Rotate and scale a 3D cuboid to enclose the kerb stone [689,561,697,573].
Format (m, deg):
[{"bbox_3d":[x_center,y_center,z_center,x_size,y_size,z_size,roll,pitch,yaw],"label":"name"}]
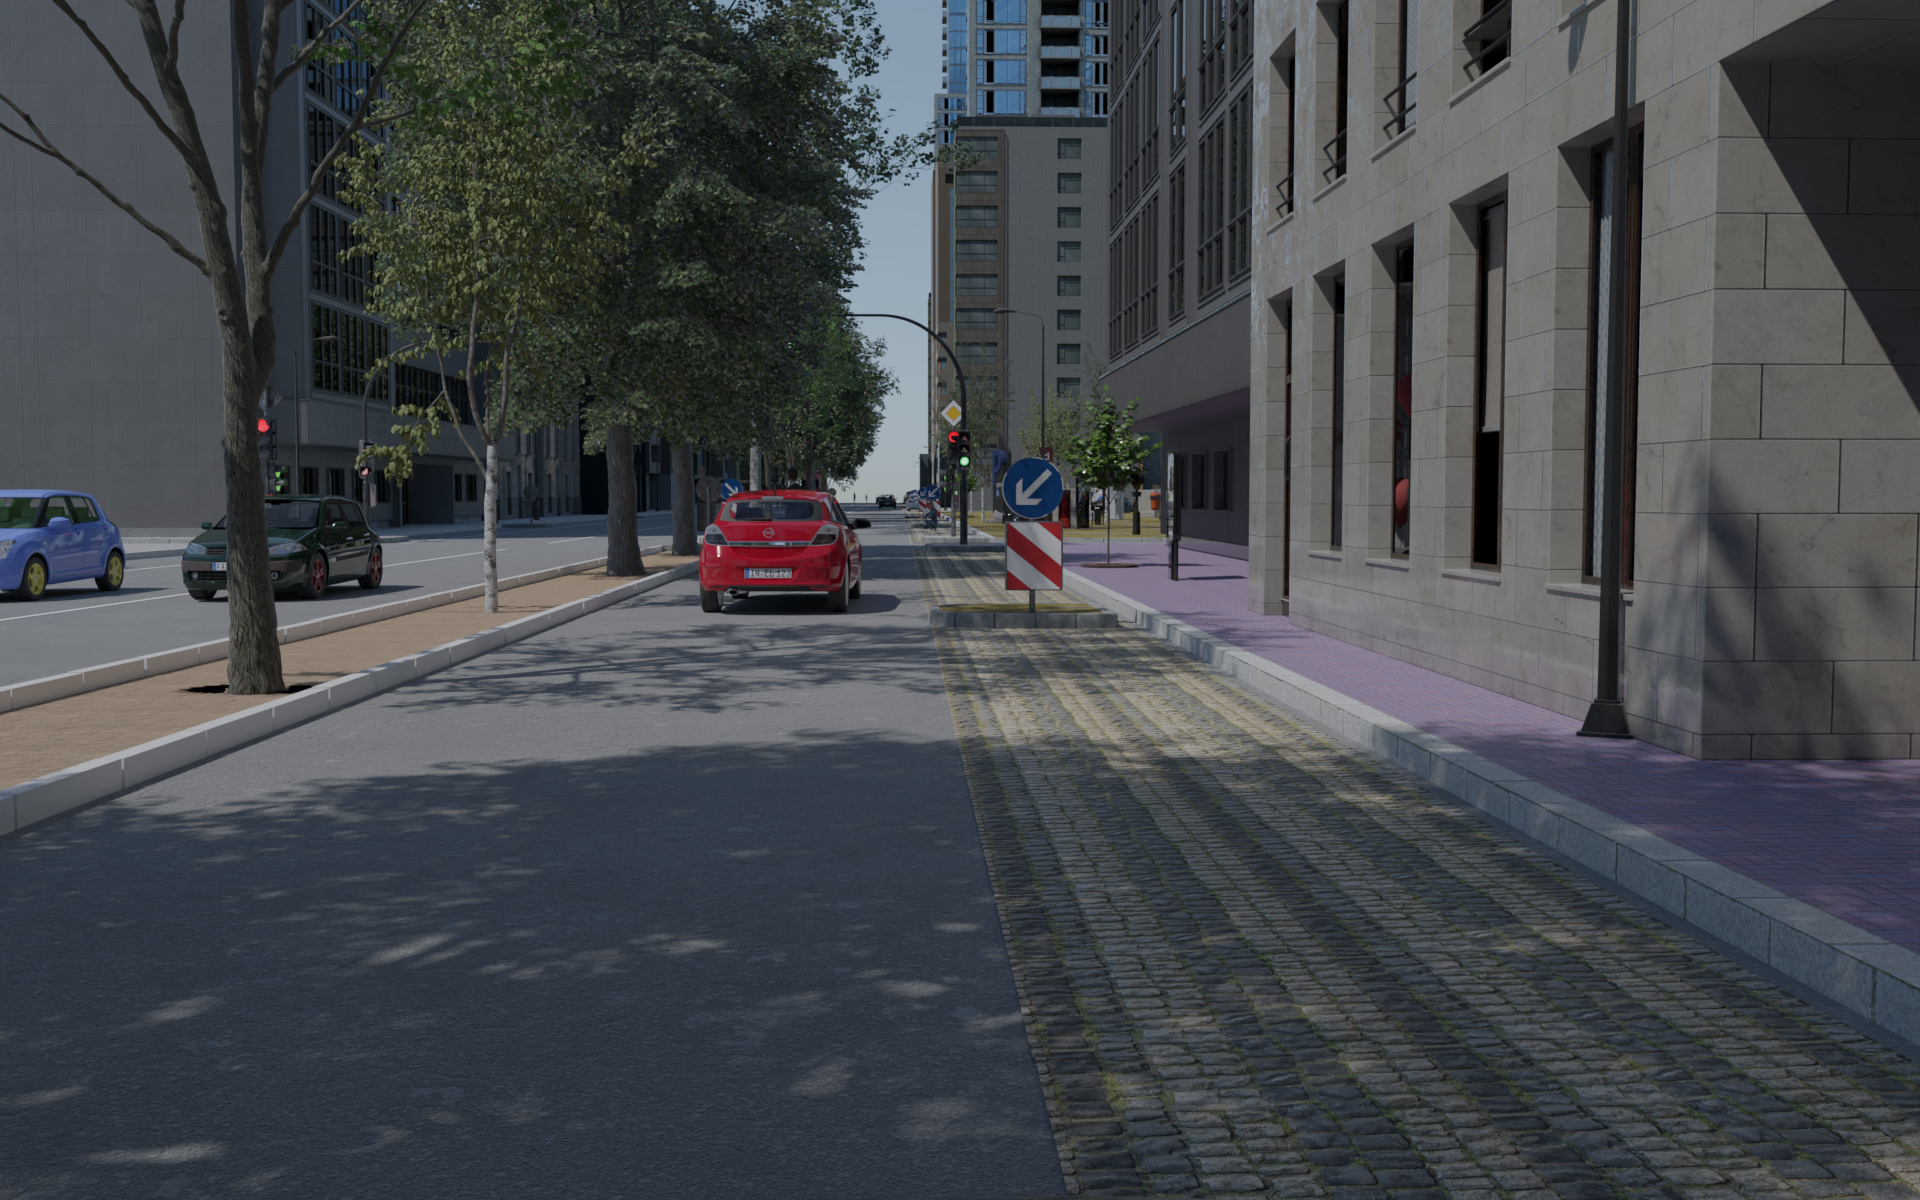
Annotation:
[{"bbox_3d":[-4.943,-0.569,31.492,0.120,0.150,1.000,0,4,-2],"label":"kerb stone"}]

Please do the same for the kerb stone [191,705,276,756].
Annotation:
[{"bbox_3d":[-4.187,0.753,9.944,0.120,0.150,1.000,0,4,-2],"label":"kerb stone"}]

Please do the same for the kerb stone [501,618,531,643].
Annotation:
[{"bbox_3d":[-4.429,0.310,17.120,0.120,0.150,1.000,0,4,-2],"label":"kerb stone"}]

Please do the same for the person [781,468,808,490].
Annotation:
[{"bbox_3d":[-2.998,-1.434,31.308,0.474,1.900,0.648,2,4,28],"label":"person"}]

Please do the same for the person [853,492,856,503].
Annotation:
[{"bbox_3d":[-16.451,-16.068,271.740,0.617,1.759,0.750,-3,5,-40],"label":"person"}]

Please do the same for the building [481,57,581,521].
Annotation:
[{"bbox_3d":[-28.477,-18.107,93.305,12.463,27.353,25.104,0,4,-2],"label":"building"}]

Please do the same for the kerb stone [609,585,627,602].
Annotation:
[{"bbox_3d":[-4.655,-0.066,23.276,0.120,0.150,1.000,0,4,-2],"label":"kerb stone"}]

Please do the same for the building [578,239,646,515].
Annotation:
[{"bbox_3d":[-28.171,-17.409,114.320,12.332,23.373,15.834,0,4,-2],"label":"building"}]

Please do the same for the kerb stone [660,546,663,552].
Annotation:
[{"bbox_3d":[-7.434,-1.253,42.685,0.120,0.150,1.000,0,4,-2],"label":"kerb stone"}]

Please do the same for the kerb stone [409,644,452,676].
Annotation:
[{"bbox_3d":[-4.331,0.498,14.049,0.120,0.150,1.000,0,4,-2],"label":"kerb stone"}]

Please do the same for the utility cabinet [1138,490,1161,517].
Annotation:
[{"bbox_3d":[10.242,-5.237,94.311,0.318,1.500,1.173,-3,5,-41],"label":"utility cabinet"}]

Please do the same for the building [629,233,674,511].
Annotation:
[{"bbox_3d":[-29.662,-22.096,132.965,14.160,30.474,14.107,0,4,-2],"label":"building"}]

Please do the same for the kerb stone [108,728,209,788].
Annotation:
[{"bbox_3d":[-4.144,0.815,8.923,0.120,0.150,1.000,0,4,-2],"label":"kerb stone"}]

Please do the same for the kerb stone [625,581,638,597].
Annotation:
[{"bbox_3d":[-4.692,-0.127,24.297,0.120,0.150,1.000,0,4,-2],"label":"kerb stone"}]

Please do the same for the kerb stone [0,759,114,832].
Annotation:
[{"bbox_3d":[-4.109,0.874,7.901,0.120,0.150,1.000,0,4,-2],"label":"kerb stone"}]

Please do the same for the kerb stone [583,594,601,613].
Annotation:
[{"bbox_3d":[-4.576,0.060,21.227,0.120,0.150,1.000,0,4,-2],"label":"kerb stone"}]

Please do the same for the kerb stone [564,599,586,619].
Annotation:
[{"bbox_3d":[-4.546,0.123,20.189,0.120,0.150,1.000,0,4,-2],"label":"kerb stone"}]

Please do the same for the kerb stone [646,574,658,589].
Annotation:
[{"bbox_3d":[-4.761,-0.254,26.351,0.120,0.150,1.000,0,4,-2],"label":"kerb stone"}]

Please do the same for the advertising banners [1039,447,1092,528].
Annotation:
[{"bbox_3d":[3.941,-4.198,64.829,2.074,3.025,0.090,-1,4,-14],"label":"advertising banners"}]

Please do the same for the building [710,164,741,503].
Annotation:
[{"bbox_3d":[-31.854,-30.957,189.736,14.154,41.232,14.086,0,4,-2],"label":"building"}]

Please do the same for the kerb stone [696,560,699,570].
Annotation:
[{"bbox_3d":[-4.993,-0.627,32.513,0.120,0.150,1.000,0,4,-2],"label":"kerb stone"}]

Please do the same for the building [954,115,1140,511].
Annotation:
[{"bbox_3d":[6.466,-22.281,136.000,14.160,30.474,14.107,0,4,-2],"label":"building"}]

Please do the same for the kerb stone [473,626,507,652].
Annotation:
[{"bbox_3d":[-4.404,0.375,16.095,0.120,0.150,1.000,0,4,-2],"label":"kerb stone"}]

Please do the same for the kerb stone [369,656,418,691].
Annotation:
[{"bbox_3d":[-4.298,0.561,13.023,0.120,0.150,1.000,0,4,-2],"label":"kerb stone"}]

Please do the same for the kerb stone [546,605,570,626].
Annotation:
[{"bbox_3d":[-4.506,0.186,19.168,0.120,0.150,1.000,0,4,-2],"label":"kerb stone"}]

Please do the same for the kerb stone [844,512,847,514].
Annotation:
[{"bbox_3d":[-8.259,-6.303,125.262,0.120,0.150,1.000,0,4,-2],"label":"kerb stone"}]

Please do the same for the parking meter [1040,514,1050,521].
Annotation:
[{"bbox_3d":[2.747,-3.072,55.938,0.255,1.863,0.399,0,4,-5],"label":"parking meter"}]

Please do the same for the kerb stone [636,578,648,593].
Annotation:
[{"bbox_3d":[-4.726,-0.192,25.327,0.120,0.150,1.000,0,4,-2],"label":"kerb stone"}]

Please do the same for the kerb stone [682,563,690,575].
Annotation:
[{"bbox_3d":[-4.908,-0.506,30.465,0.120,0.150,1.000,0,4,-2],"label":"kerb stone"}]

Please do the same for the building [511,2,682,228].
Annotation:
[{"bbox_3d":[-31.275,-30.366,146.591,14.600,45.320,14.200,0,4,-2],"label":"building"}]

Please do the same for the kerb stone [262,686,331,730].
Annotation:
[{"bbox_3d":[-4.224,0.691,10.971,0.120,0.150,1.000,0,4,-2],"label":"kerb stone"}]

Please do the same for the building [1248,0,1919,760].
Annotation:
[{"bbox_3d":[8.662,-9.512,10.275,10.420,20.320,16.860,0,4,-2],"label":"building"}]

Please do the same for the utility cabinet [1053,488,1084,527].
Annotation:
[{"bbox_3d":[4.113,-3.494,65.799,1.173,1.500,0.318,0,4,2],"label":"utility cabinet"}]

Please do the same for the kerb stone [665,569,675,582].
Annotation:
[{"bbox_3d":[-4.841,-0.380,28.408,0.120,0.150,1.000,0,4,-2],"label":"kerb stone"}]

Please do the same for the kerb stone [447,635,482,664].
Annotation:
[{"bbox_3d":[-4.364,0.441,15.072,0.120,0.150,1.000,0,4,-2],"label":"kerb stone"}]

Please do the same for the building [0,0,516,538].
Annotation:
[{"bbox_3d":[-27.157,-15.045,65.044,14.314,24.678,30.058,0,4,-2],"label":"building"}]

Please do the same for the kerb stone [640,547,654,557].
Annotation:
[{"bbox_3d":[-7.372,-1.124,40.642,0.120,0.150,1.000,0,4,-2],"label":"kerb stone"}]

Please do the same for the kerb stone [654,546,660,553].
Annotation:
[{"bbox_3d":[-7.412,-1.191,41.663,0.120,0.150,1.000,0,4,-2],"label":"kerb stone"}]

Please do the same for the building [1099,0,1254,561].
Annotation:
[{"bbox_3d":[10.924,-14.525,30.991,14.314,27.812,24.014,0,4,-2],"label":"building"}]

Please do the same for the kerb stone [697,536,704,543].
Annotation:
[{"bbox_3d":[-7.786,-1.850,52.539,0.120,0.150,1.000,0,4,-2],"label":"kerb stone"}]

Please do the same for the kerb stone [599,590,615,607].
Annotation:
[{"bbox_3d":[-4.615,0.002,22.253,0.120,0.150,1.000,0,4,-2],"label":"kerb stone"}]

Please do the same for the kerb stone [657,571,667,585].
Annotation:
[{"bbox_3d":[-4.802,-0.316,27.372,0.120,0.150,1.000,0,4,-2],"label":"kerb stone"}]

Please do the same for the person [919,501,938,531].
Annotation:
[{"bbox_3d":[-1.202,-3.276,67.564,0.738,1.151,1.012,0,4,-4],"label":"person"}]

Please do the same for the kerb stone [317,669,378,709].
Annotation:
[{"bbox_3d":[-4.261,0.624,12.001,0.120,0.150,1.000,0,4,-2],"label":"kerb stone"}]

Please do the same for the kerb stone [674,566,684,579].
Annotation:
[{"bbox_3d":[-4.862,-0.442,29.432,0.120,0.150,1.000,0,4,-2],"label":"kerb stone"}]

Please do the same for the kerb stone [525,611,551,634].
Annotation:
[{"bbox_3d":[-4.470,0.249,18.142,0.120,0.150,1.000,0,4,-2],"label":"kerb stone"}]

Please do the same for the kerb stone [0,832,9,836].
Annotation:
[{"bbox_3d":[-4.069,0.937,6.874,0.120,0.150,1.000,0,4,-2],"label":"kerb stone"}]
